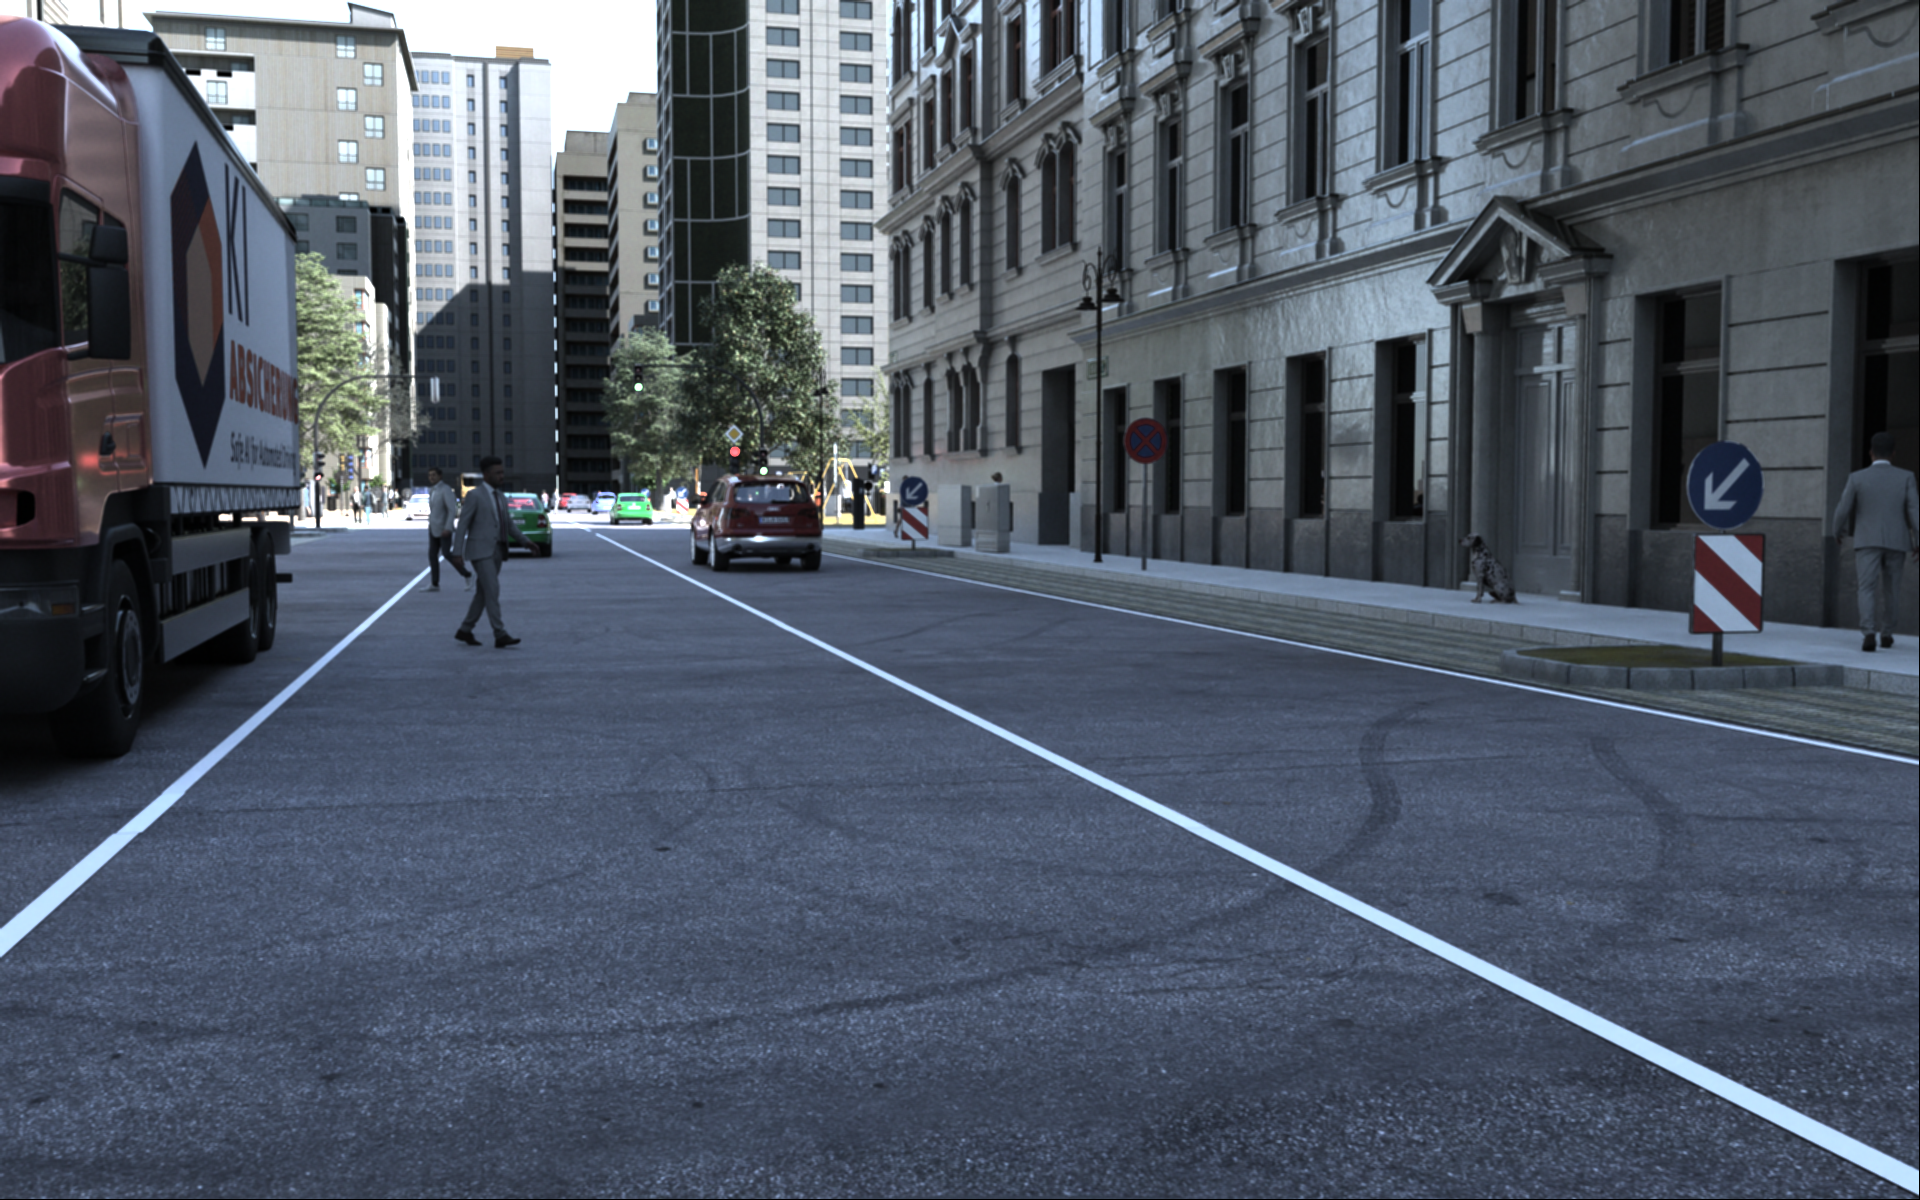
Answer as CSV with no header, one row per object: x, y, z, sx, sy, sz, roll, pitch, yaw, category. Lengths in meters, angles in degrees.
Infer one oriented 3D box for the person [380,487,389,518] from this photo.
-32.276,-5.397,96.920,0.590,1.801,0.661,0,4,-6,person

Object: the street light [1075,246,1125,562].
2.602,-3.650,32.461,0.468,5.910,1.993,-1,4,-14,street light

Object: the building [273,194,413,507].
-62.144,-24.449,171.440,14.160,30.474,14.107,-1,4,-14,building

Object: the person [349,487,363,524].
-28.778,-4.510,82.639,0.661,1.777,0.834,-2,4,-28,person

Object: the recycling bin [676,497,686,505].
-22.332,-7.721,138.786,0.722,1.027,0.722,0,4,-5,recycling bin

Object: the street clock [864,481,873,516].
-5.270,-5.807,99.516,0.471,2.002,0.358,-1,4,-18,street clock

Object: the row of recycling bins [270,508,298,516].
-38.987,-5.803,101.990,3.534,1.692,1.069,2,4,34,row of recycling bins

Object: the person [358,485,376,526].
-26.614,-4.232,77.670,0.794,1.824,0.713,-3,5,-41,person

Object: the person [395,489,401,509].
-47.924,-8.603,147.486,0.721,1.735,1.217,0,4,7,person

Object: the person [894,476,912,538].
-1.643,-2.742,50.905,0.654,1.822,0.581,3,5,43,person

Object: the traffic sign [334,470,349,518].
-32.974,-5.644,92.377,0.768,2.556,0.104,0,4,-6,traffic sign

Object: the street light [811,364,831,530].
-4.951,-5.441,61.749,0.468,5.910,1.993,-1,4,-14,street light

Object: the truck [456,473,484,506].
-45.323,-10.164,162.104,3.469,3.379,9.791,-1,4,-15,truck

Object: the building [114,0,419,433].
-74.870,-36.903,192.608,27.495,52.752,28.713,-1,4,-14,building

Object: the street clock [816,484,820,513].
-9.808,-7.066,120.098,0.358,2.002,0.471,1,4,15,street clock

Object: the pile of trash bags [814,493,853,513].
-8.006,-6.407,114.510,3.447,1.369,1.912,-1,4,-17,pile of trash bags

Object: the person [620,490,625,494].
-34.183,-10.327,175.699,0.445,1.727,0.742,1,4,22,person

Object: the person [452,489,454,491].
-37.580,-7.314,128.261,0.537,1.800,0.526,3,5,41,person

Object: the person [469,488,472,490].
-26.829,-5.278,95.215,0.534,1.772,0.576,-2,4,-35,person

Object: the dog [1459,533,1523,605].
6.317,-0.362,20.304,0.513,0.831,0.800,-2,4,-33,dog

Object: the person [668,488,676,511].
-22.477,-7.835,134.634,0.782,1.767,0.515,0,4,3,person

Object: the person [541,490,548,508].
-29.860,-7.047,124.548,0.563,1.720,0.643,2,4,23,person

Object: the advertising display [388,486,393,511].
-43.273,-7.730,131.598,0.123,1.923,0.974,0,4,-2,advertising display

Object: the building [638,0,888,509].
-18.766,-44.032,158.174,20.563,71.187,20.611,-1,4,-14,building

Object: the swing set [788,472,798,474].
-11.512,-7.716,123.777,2.862,2.851,3.119,-2,4,-30,swing set

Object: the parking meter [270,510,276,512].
-50.115,-7.377,126.321,0.399,1.863,0.255,0,3,0,parking meter

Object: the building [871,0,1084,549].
6.137,-16.159,51.590,14.401,28.519,23.554,-1,4,-14,building

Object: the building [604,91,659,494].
-30.595,-35.698,207.363,21.300,48.544,21.600,-1,4,-14,building

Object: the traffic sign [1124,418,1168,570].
3.102,-1.774,29.112,0.768,2.556,0.104,-1,4,-12,traffic sign

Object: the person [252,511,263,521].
-26.228,-3.584,64.613,0.580,1.828,0.573,0,4,4,person

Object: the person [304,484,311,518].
-34.551,-5.221,91.429,0.654,1.822,0.581,3,4,38,person

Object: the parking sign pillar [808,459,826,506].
-10.603,-8.547,128.219,1.447,3.967,1.447,1,4,23,parking sign pillar

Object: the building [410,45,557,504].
-68.236,-42.017,228.974,28.212,58.520,21.231,-1,4,-14,building

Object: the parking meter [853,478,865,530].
-3.662,-3.491,62.792,0.255,1.863,0.399,3,5,41,parking meter

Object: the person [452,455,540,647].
-4.430,-0.458,16.259,0.850,1.792,0.678,1,4,22,person

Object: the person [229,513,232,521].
-32.413,-4.352,77.395,0.583,1.804,0.606,-1,4,-21,person

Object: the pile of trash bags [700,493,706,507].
-14.648,-5.998,107.817,3.447,1.369,1.912,-1,4,-22,pile of trash bags

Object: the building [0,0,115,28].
-34.700,-27.342,36.284,27.495,52.752,28.713,-1,4,-14,building

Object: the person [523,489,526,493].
-33.260,-7.600,132.543,0.659,1.850,0.755,-3,4,-38,person

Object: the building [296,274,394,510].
-64.023,-18.539,148.147,27.650,21.520,28.899,-1,4,-14,building

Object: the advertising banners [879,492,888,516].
-3.751,-6.473,102.022,2.074,3.025,0.090,0,3,0,advertising banners

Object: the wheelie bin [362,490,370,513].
-41.228,-6.879,120.382,0.980,1.594,0.693,2,4,34,wheelie bin

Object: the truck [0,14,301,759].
-6.596,-1.437,12.415,2.839,4.237,11.283,-1,4,-15,truck

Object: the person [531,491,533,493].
-51.758,-12.291,209.461,1.348,1.824,0.705,0,4,1,person

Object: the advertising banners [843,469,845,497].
-7.855,-7.389,116.993,0.090,3.025,2.074,0,4,-2,advertising banners

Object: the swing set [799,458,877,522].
-5.337,-4.872,77.274,2.862,2.851,3.119,1,4,9,swing set

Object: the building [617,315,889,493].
-21.573,-20.761,184.479,27.650,21.520,28.899,-1,4,-14,building

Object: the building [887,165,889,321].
-9.987,-32.642,217.292,14.086,41.232,14.154,-1,4,-14,building

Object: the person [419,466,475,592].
-7.603,-1.055,25.598,0.795,1.843,0.661,-3,5,-43,person

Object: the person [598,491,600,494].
-30.579,-8.401,146.779,0.541,1.710,0.530,0,4,-4,person

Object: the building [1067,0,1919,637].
15.640,-14.828,18.855,17.030,29.872,44.131,-1,4,-14,building

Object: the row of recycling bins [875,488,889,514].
-3.829,-6.395,111.675,3.534,1.692,1.069,0,4,3,row of recycling bins

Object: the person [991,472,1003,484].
0.867,-2.151,41.443,0.641,1.798,0.478,-2,4,-25,person

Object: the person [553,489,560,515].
-27.328,-6.651,117.442,0.583,1.804,0.606,-3,5,-42,person

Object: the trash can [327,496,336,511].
-46.419,-7.113,127.958,0.748,1.137,0.748,0,3,0,trash can

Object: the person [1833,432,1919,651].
7.583,-0.488,14.295,0.678,1.792,0.850,2,4,26,person

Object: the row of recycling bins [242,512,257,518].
-38.590,-5.329,94.236,1.069,1.692,3.534,-1,4,-22,row of recycling bins
